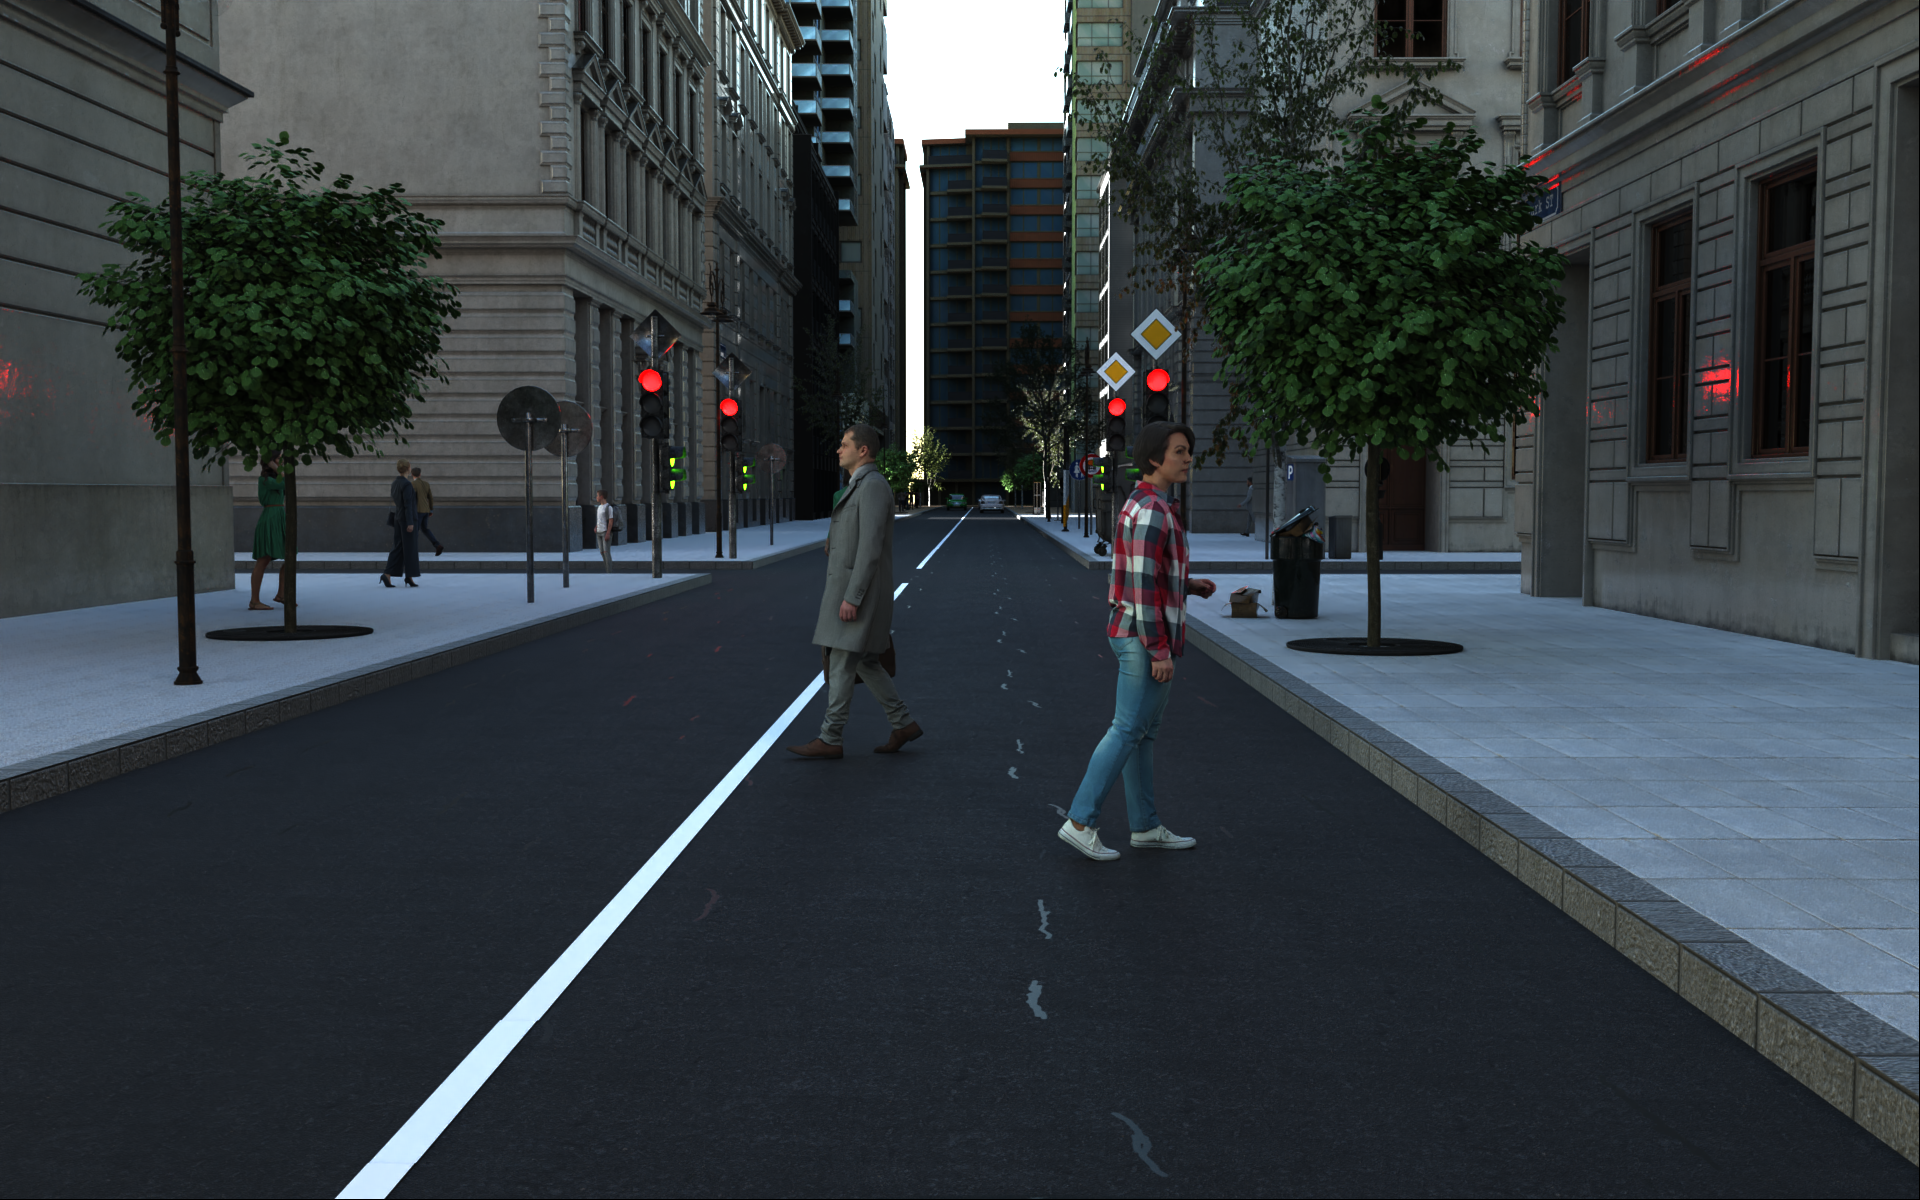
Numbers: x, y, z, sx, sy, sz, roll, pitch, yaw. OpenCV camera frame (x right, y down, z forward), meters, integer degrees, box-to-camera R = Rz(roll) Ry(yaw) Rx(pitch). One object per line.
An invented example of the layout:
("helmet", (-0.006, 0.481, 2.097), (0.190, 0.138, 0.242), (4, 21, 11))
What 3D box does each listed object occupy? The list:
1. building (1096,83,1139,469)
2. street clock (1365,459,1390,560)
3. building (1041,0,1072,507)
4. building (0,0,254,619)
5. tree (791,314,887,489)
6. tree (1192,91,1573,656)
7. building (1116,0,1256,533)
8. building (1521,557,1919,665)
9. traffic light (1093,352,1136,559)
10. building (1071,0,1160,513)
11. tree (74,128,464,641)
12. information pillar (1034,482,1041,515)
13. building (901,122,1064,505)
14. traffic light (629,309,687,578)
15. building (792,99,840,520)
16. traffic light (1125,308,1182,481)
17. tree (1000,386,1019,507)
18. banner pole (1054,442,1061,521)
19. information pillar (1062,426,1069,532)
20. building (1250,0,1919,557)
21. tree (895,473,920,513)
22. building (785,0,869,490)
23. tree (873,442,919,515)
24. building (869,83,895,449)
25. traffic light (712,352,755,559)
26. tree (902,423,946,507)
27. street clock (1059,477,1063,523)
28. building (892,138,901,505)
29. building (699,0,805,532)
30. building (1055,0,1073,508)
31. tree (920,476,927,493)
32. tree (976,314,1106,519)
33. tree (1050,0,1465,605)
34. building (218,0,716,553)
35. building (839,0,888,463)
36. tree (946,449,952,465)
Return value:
("building", (15.433, -16.828, 94.201), (14.314, 24.678, 30.058), (0, 4, 1))
("street clock", (8.133, -1.787, 33.794), (0.471, 2.002, 0.358), (-2, 4, -31))
("building", (18.674, -44.801, 170.749), (20.563, 71.187, 20.611), (0, 4, 1))
("building", (-24.123, -11.153, 15.644), (30.059, 22.955, 16.112), (0, 4, 1))
("tree", (-4.729, -7.328, 70.171), (4.360, 8.622, 3.978), (0, 3, 0))
("tree", (3.486, -1.874, 14.359), (4.285, 4.588, 4.351), (0, 3, 0))
("building", (13.587, -13.792, 67.303), (13.314, 21.916, 24.055), (0, 4, 1))
("building", (12.077, -10.753, 11.964), (11.583, 22.565, 21.152), (0, 4, 1))
("traffic light", (3.057, -2.774, 34.281), (0.839, 4.253, 0.868), (0, 4, 1))
("building", (14.897, -26.883, 123.136), (14.154, 41.232, 14.086), (0, 4, 1))
("tree", (-6.156, -1.951, 15.613), (4.285, 4.588, 4.351), (0, 3, 0))
("information pillar", (4.769, -6.259, 106.823), (0.304, 2.012, 0.304), (-3, 4, -37))
("building", (8.208, -33.780, 206.928), (28.867, 44.769, 22.147), (0, 4, 1))
("traffic light", (-4.617, -2.292, 26.388), (0.839, 4.253, 0.868), (0, 4, 1))
("building", (-13.194, -16.021, 91.627), (12.332, 23.373, 15.834), (0, 4, 1))
("traffic light", (2.944, -2.286, 26.296), (0.839, 4.253, 0.868), (0, 4, 1))
("tree", (5.104, -9.044, 98.229), (4.360, 8.622, 3.978), (0, 3, 0))
("banner pole", (4.719, -5.716, 83.476), (0.401, 3.779, 0.863), (0, 4, 4))
("information pillar", (3.646, -4.165, 59.452), (0.183, 3.616, 0.504), (1, 4, 18))
("building", (17.826, -12.601, 42.178), (21.152, 22.565, 11.583), (0, 4, 1))
("tree", (-4.089, -7.477, 116.858), (1.663, 3.219, 1.824), (0, 3, 0))
("building", (-17.437, -49.616, 123.893), (22.319, 86.520, 31.000), (0, 4, 1))
("tree", (-4.178, -7.633, 108.509), (4.285, 4.588, 4.351), (0, 3, 0))
("building", (-13.667, -30.051, 174.936), (14.086, 41.232, 14.154), (0, 4, 1))
("traffic light", (-4.504, -2.780, 34.372), (0.839, 4.253, 0.868), (0, 4, 1))
("tree", (-4.017, -13.858, 176.939), (4.737, 8.622, 4.395), (0, 3, 0))
("street clock", (4.544, -4.346, 75.619), (0.358, 2.002, 0.471), (-2, 4, -28))
("building", (-20.662, -33.781, 206.936), (28.867, 44.769, 22.147), (0, 4, 1))
("building", (-13.661, -16.666, 69.752), (12.463, 27.353, 25.104), (0, 4, 1))
("building", (20.048, -32.167, 145.533), (23.786, 49.044, 30.456), (0, 4, 1))
("tree", (-3.995, -9.852, 155.686), (1.663, 3.219, 1.824), (0, 3, 0))
("tree", (4.289, -9.536, 90.326), (7.601, 10.594, 8.767), (0, 4, 3))
("tree", (3.452, -4.248, 19.817), (4.360, 8.622, 3.978), (0, 3, 0))
("building", (-13.210, -13.314, 46.555), (11.050, 23.489, 19.941), (0, 4, 1))
("building", (-20.417, -34.555, 154.209), (28.713, 52.752, 27.495), (0, 4, 1))
("tree", (-3.113, -14.190, 182.376), (4.737, 8.622, 4.395), (0, 3, 0))
